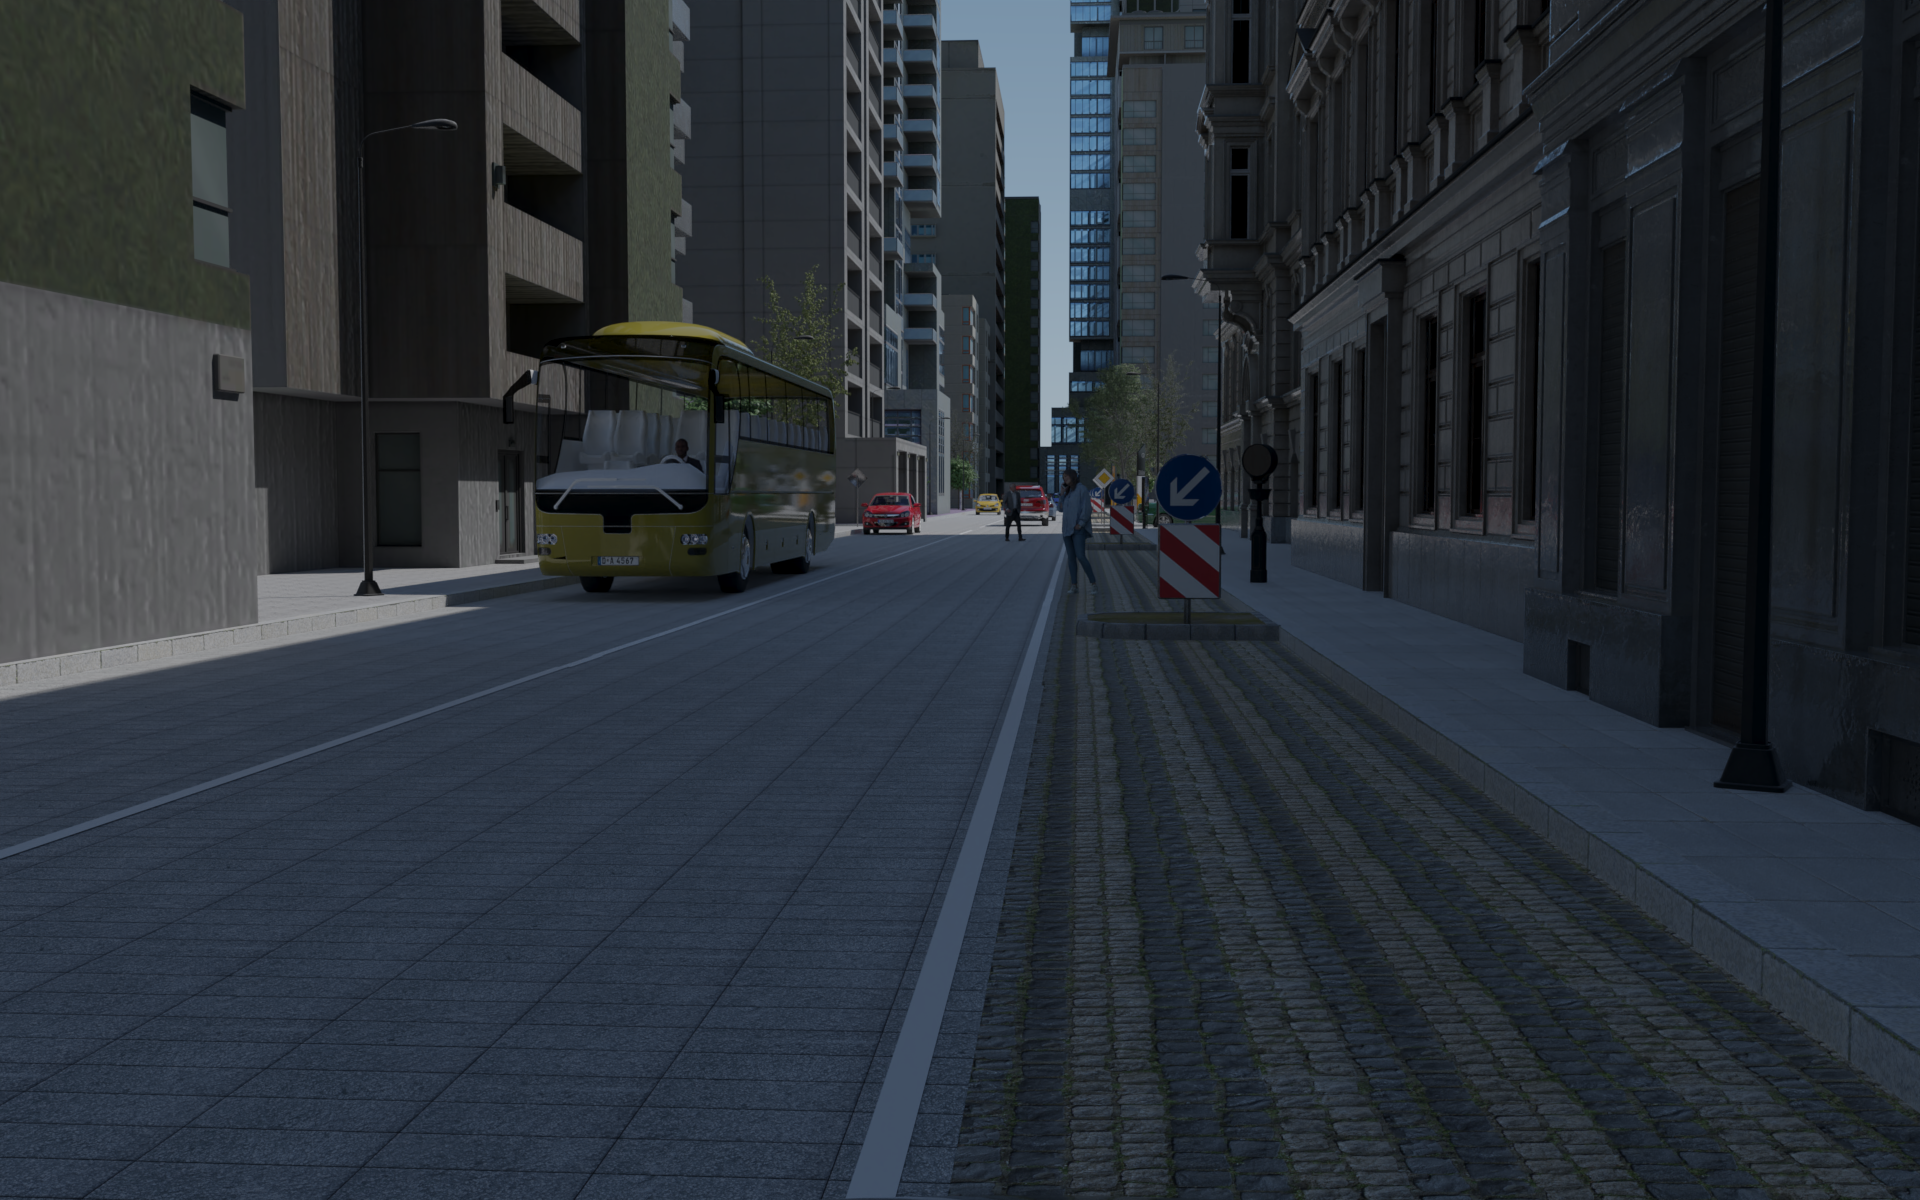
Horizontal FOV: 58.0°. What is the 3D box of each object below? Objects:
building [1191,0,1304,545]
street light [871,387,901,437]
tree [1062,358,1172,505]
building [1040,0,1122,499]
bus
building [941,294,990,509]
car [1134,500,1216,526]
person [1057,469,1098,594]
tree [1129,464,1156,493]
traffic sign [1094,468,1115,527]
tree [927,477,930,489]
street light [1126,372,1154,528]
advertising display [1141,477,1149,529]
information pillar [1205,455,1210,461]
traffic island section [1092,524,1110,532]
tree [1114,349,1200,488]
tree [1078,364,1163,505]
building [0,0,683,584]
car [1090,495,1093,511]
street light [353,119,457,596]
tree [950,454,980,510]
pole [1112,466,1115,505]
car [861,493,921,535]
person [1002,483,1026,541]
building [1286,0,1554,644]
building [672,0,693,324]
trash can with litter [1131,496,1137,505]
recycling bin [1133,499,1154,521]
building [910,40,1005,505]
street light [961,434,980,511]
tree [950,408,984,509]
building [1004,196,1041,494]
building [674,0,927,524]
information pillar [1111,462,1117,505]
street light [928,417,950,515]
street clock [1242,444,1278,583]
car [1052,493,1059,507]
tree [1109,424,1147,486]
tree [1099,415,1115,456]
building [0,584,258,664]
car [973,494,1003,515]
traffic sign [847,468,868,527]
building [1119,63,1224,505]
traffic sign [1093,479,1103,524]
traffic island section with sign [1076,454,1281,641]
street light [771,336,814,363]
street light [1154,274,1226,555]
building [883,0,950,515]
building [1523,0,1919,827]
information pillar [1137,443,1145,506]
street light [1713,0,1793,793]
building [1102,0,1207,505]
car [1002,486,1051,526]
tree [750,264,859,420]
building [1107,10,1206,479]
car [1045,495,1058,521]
[{"bbox_3d":[13.882,-14.016,48.241,14.460,24.649,34.723,0,4,4],"label":"building"},{"bbox_3d":[-3.261,-6.267,75.015,1.470,5.913,1.316,0,4,4],"label":"street light"},{"bbox_3d":[11.154,-11.290,119.006,7.601,10.594,8.767,2,4,33],"label":"tree"},{"bbox_3d":[26.973,-56.809,241.492,31.000,86.520,22.319,0,4,4],"label":"building"},{"bbox_3d":[-4.101,-2.256,28.431,2.896,3.916,12.252,0,4,4],"label":"bus"},{"bbox_3d":[-11.697,-19.611,165.674,27.650,21.520,28.899,0,4,4],"label":"building"},{"bbox_3d":[9.518,-3.557,69.948,4.920,1.459,2.131,0,4,2],"label":"car"},{"bbox_3d":[1.692,-0.978,24.755,0.793,1.790,0.793,1,4,22],"label":"person"},{"bbox_3d":[11.835,-7.067,110.150,1.663,3.219,1.824,0,3,0],"label":"tree"},{"bbox_3d":[5.541,-3.848,66.565,0.795,2.450,0.064,0,4,4],"label":"traffic sign"},{"bbox_3d":[-2.501,-6.477,100.501,1.663,3.219,1.824,0,3,0],"label":"tree"},{"bbox_3d":[7.012,-5.719,66.046,1.470,5.913,1.316,0,4,4],"label":"street light"},{"bbox_3d":[6.877,-3.614,64.304,0.123,1.923,0.974,1,4,16],"label":"advertising display"},{"bbox_3d":[14.860,-6.892,104.039,0.183,3.616,0.504,-2,4,-25],"label":"information pillar"},{"bbox_3d":[5.565,-2.713,66.640,2.009,0.180,2.903,0,4,4],"label":"traffic island section"},{"bbox_3d":[10.284,-8.476,88.950,4.360,8.622,3.978,0,3,0],"label":"tree"},{"bbox_3d":[14.019,-14.233,150.833,7.486,12.596,7.792,0,3,0],"label":"tree"},{"bbox_3d":[-13.768,-15.942,32.353,14.160,30.474,14.107,0,4,4],"label":"building"},{"bbox_3d":[9.924,-7.382,132.695,2.014,1.417,4.499,0,4,3],"label":"car"},{"bbox_3d":[-6.928,-3.004,21.660,1.470,5.913,1.316,0,4,4],"label":"street light"},{"bbox_3d":[-0.057,-9.651,141.506,4.285,4.588,4.351,0,3,0],"label":"tree"},{"bbox_3d":[11.159,-8.072,125.821,0.158,3.312,0.155,0,3,0],"label":"pole"},{"bbox_3d":[-2.438,-3.272,62.536,2.155,1.783,4.494,0,4,4],"label":"car"},{"bbox_3d":[1.641,-2.659,52.379,0.661,1.777,0.834,-2,4,-35],"label":"person"},{"bbox_3d":[10.034,-9.581,21.275,10.561,19.102,19.286,0,4,4],"label":"building"},{"bbox_3d":[-25.196,-26.808,57.921,30.456,49.044,23.786,0,4,4],"label":"building"},{"bbox_3d":[10.419,-5.498,101.282,0.624,1.170,1.055,-1,4,-18],"label":"trash can with litter"},{"bbox_3d":[8.624,-4.213,81.443,0.722,1.027,0.722,-3,5,-39],"label":"recycling bin"},{"bbox_3d":[-6.235,-34.646,190.166,21.300,48.544,21.600,0,4,4],"label":"building"},{"bbox_3d":[0.814,-9.889,134.218,1.470,5.913,1.316,0,4,4],"label":"street light"},{"bbox_3d":[0.075,-12.029,147.030,4.360,8.622,3.978,0,3,0],"label":"tree"},{"bbox_3d":[4.198,-34.049,240.295,14.086,41.232,14.154,0,4,4],"label":"building"},{"bbox_3d":[-12.219,-39.477,83.708,20.563,71.187,20.611,0,4,4],"label":"building"},{"bbox_3d":[11.399,-8.381,128.389,0.504,3.616,0.183,-2,4,-35],"label":"information pillar"},{"bbox_3d":[-1.274,-8.080,104.649,1.470,5.913,1.316,0,4,4],"label":"street light"},{"bbox_3d":[4.325,-1.251,25.026,0.471,2.002,0.358,2,4,35],"label":"street clock"},{"bbox_3d":[9.375,-9.360,162.620,1.945,1.707,3.694,0,4,3],"label":"car"},{"bbox_3d":[15.265,-12.759,158.969,4.737,8.622,4.395,0,3,0],"label":"tree"},{"bbox_3d":[13.243,-11.500,138.394,4.360,8.622,3.978,0,3,0],"label":"tree"},{"bbox_3d":[-14.439,-14.569,9.910,14.160,30.474,14.107,0,4,4],"label":"building"},{"bbox_3d":[1.956,-6.675,119.359,2.015,1.641,3.980,0,4,3],"label":"car"},{"bbox_3d":[-3.979,-3.890,67.242,0.795,2.450,0.064,0,4,4],"label":"traffic sign"},{"bbox_3d":[22.587,-29.643,168.251,14.154,41.232,14.086,0,4,4],"label":"building"},{"bbox_3d":[6.093,-4.336,74.531,0.795,2.450,0.064,0,4,4],"label":"traffic sign"},{"bbox_3d":[2.194,-0.561,17.797,1.989,1.847,2.006,0,4,4],"label":"traffic island section with sign"},{"bbox_3d":[-4.990,-4.794,50.926,1.470,5.913,1.316,0,4,4],"label":"street light"},{"bbox_3d":[4.945,-3.926,36.732,1.470,5.913,1.316,0,4,4],"label":"street light"},{"bbox_3d":[-11.453,-49.396,120.291,22.319,86.520,31.000,0,4,4],"label":"building"},{"bbox_3d":[8.092,-9.383,2.566,9.793,20.994,18.267,0,4,4],"label":"building"},{"bbox_3d":[8.367,-5.420,79.964,0.504,3.616,0.183,-3,5,-41],"label":"information pillar"},{"bbox_3d":[2.943,-2.136,7.471,1.470,5.913,1.316,0,4,4],"label":"street light"},{"bbox_3d":[27.981,-47.336,212.193,20.563,71.187,20.611,0,4,4],"label":"building"},{"bbox_3d":[3.024,-4.299,78.954,2.281,1.827,5.304,0,4,2],"label":"car"},{"bbox_3d":[-5.342,-6.478,56.275,4.737,8.622,4.395,0,3,0],"label":"tree"},{"bbox_3d":[30.415,-36.631,188.160,28.713,52.752,27.495,0,4,4],"label":"building"},{"bbox_3d":[4.331,-4.997,93.696,2.014,1.417,4.499,0,4,3],"label":"car"}]
